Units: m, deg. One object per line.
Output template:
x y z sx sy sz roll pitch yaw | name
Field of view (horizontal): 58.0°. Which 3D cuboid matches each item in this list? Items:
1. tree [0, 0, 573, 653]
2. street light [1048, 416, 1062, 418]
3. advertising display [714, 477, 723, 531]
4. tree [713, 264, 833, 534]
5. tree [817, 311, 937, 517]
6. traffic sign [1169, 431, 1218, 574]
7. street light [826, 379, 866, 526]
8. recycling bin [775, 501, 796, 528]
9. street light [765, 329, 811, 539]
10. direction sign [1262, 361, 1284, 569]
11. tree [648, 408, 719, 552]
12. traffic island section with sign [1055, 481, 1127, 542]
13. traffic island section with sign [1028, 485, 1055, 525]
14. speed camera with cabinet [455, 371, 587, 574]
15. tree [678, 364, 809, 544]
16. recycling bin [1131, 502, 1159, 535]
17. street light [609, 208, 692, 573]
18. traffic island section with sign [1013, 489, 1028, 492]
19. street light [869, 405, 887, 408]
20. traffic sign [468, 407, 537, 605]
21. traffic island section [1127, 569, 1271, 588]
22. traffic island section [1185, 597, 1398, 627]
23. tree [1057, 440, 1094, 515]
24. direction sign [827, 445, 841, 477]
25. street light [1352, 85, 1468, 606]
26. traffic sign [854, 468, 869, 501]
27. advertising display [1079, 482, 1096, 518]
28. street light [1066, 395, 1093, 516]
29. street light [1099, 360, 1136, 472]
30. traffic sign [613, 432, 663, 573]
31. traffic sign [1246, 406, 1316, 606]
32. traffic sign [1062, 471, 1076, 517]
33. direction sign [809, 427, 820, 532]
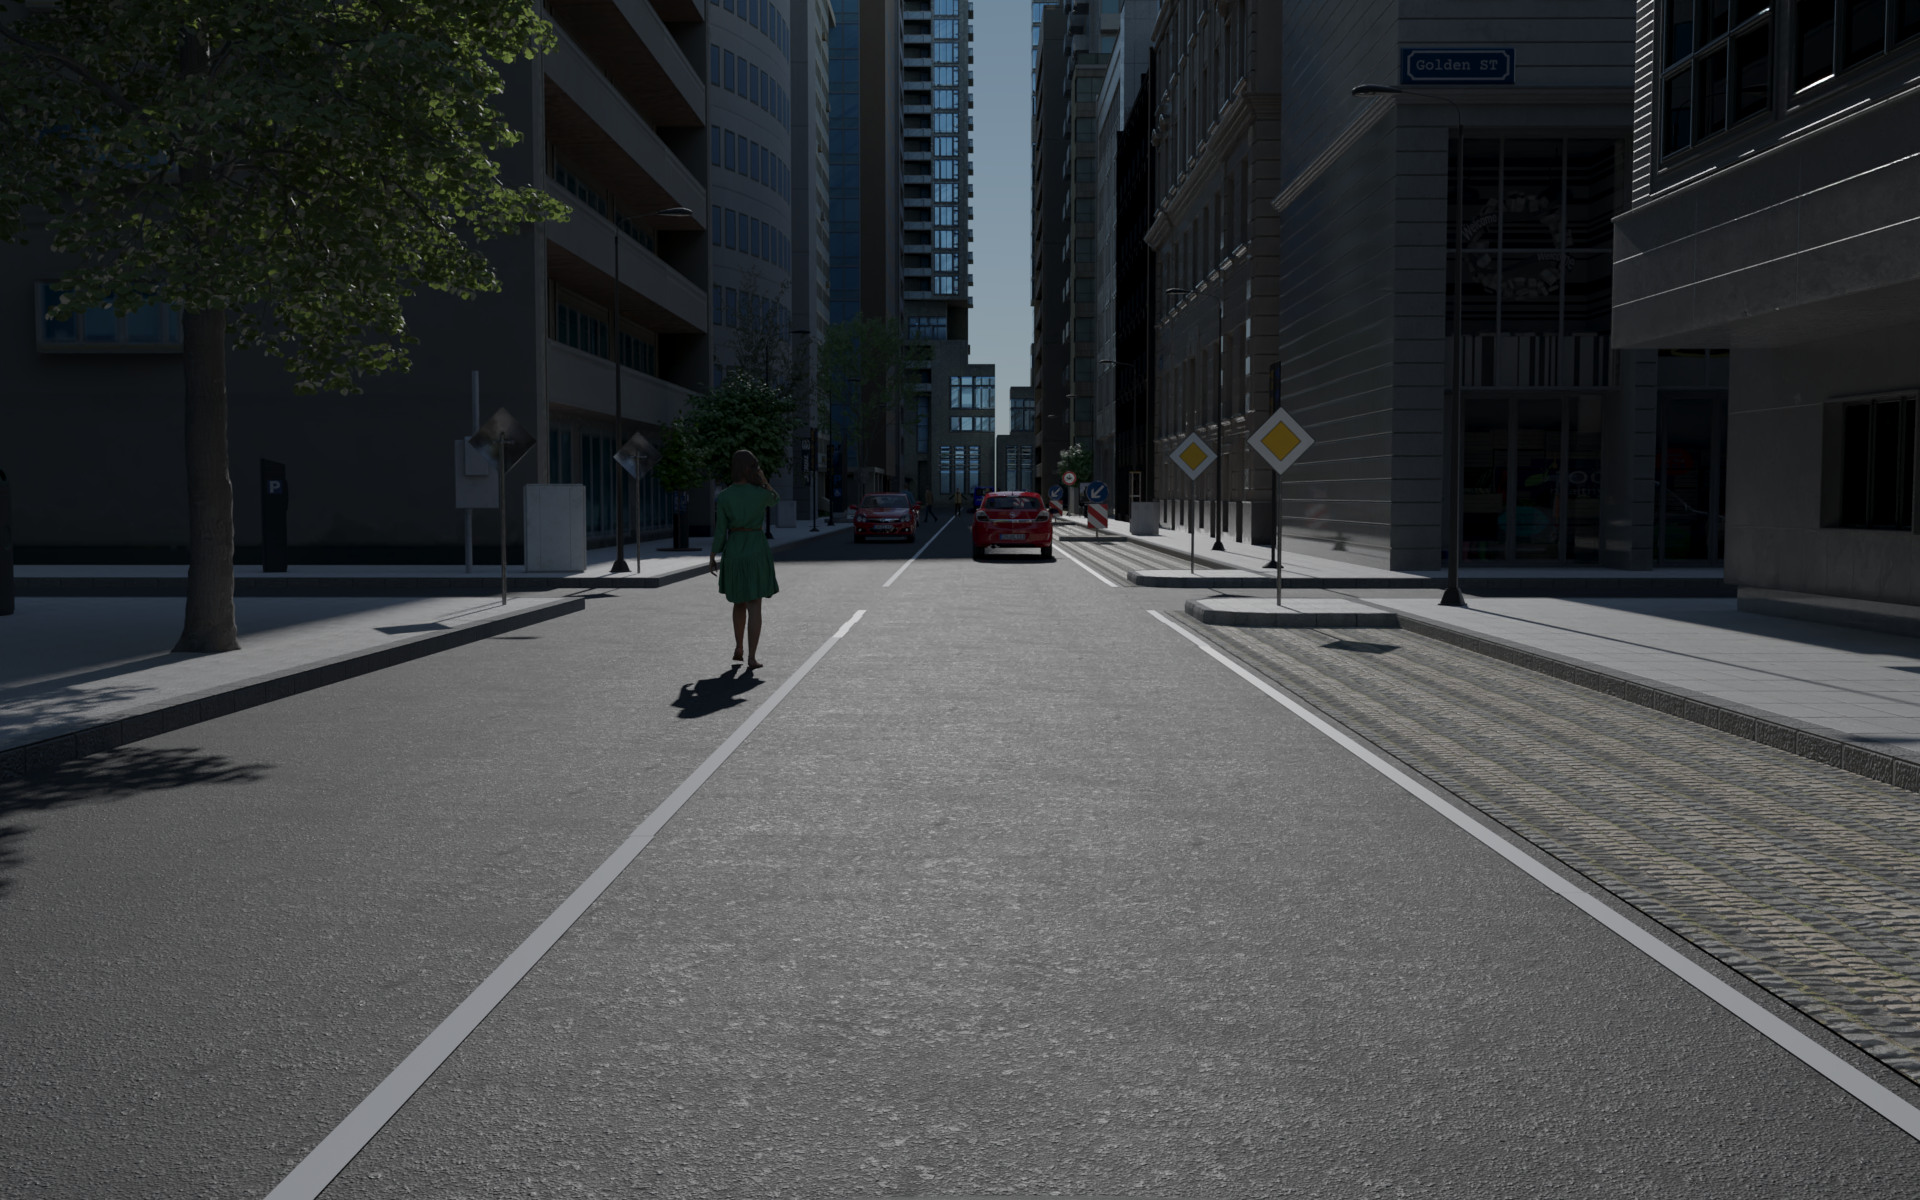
-6.386 -5.876 14.194 7.486 12.596 7.792 0 3 0 | tree
5.897 -7.949 102.500 1.470 5.913 1.316 0 4 1 | street light
-8.420 -3.273 58.722 0.123 1.923 0.974 2 4 35 | advertising display
-6.206 -6.418 55.304 4.360 8.622 3.978 0 3 0 | tree
-5.400 -10.457 96.732 9.928 11.665 9.643 0 3 0 | tree
3.745 -1.482 27.873 0.795 2.450 0.064 0 4 1 | traffic sign
-4.668 -5.945 69.742 1.470 5.913 1.316 0 4 1 | street light
-6.630 -3.263 65.910 0.722 1.027 0.722 -1 4 -13 | recycling bin
-4.910 -4.678 49.019 1.470 5.913 1.316 0 4 1 | street light
5.419 -2.317 29.875 0.379 3.537 0.876 0 4 -1 | direction sign
-6.294 -2.708 38.883 1.663 3.219 1.824 0 3 0 | tree
4.010 -2.686 52.547 1.989 1.847 2.006 0 4 1 | traffic island section with sign
4.263 -4.344 79.658 1.989 1.847 2.006 0 4 1 | traffic island section with sign
-7.167 -2.074 28.253 2.038 3.252 0.660 -1 4 -15 | speed camera with cabinet
-5.511 -3.678 43.854 4.285 4.588 4.351 0 3 0 | tree
5.830 -2.566 54.506 0.722 1.027 0.722 1 4 23 | recycling bin
-5.045 -3.410 28.296 1.470 5.913 1.316 0 4 1 | street light
4.988 -9.061 156.781 1.989 1.847 2.006 0 4 1 | traffic island section with sign
-4.512 -7.213 90.473 1.470 5.913 1.316 0 4 1 | street light
-5.274 -1.000 19.992 0.795 2.450 0.064 0 4 1 | traffic sign
3.769 -0.347 27.950 2.009 0.180 2.903 0 4 1 | traffic island section
3.693 0.142 19.965 2.009 0.180 2.903 0 4 1 | traffic island section
7.449 -7.505 106.416 4.285 4.588 4.351 0 3 0 | tree
-5.666 -5.338 79.273 0.876 3.537 0.379 1 4 9 | direction sign
5.145 -2.892 19.824 1.470 5.913 1.316 0 4 1 | street light
-4.764 -5.120 83.823 0.768 2.556 0.104 0 4 4 | traffic sign
6.917 -5.437 94.103 0.974 1.923 0.123 -1 4 -16 | advertising display
5.674 -6.654 81.340 1.470 5.913 1.316 0 4 1 | street light
5.528 -5.358 60.146 1.470 5.913 1.316 0 4 1 | street light
-5.199 -1.488 27.977 0.795 2.450 0.064 0 4 1 | traffic sign
3.670 -0.994 19.888 0.795 2.450 0.064 0 4 1 | traffic sign
6.093 -5.901 96.592 0.768 2.556 0.104 0 4 3 | traffic sign
-4.967 -4.101 59.053 0.379 3.537 0.876 1 4 11 | direction sign
